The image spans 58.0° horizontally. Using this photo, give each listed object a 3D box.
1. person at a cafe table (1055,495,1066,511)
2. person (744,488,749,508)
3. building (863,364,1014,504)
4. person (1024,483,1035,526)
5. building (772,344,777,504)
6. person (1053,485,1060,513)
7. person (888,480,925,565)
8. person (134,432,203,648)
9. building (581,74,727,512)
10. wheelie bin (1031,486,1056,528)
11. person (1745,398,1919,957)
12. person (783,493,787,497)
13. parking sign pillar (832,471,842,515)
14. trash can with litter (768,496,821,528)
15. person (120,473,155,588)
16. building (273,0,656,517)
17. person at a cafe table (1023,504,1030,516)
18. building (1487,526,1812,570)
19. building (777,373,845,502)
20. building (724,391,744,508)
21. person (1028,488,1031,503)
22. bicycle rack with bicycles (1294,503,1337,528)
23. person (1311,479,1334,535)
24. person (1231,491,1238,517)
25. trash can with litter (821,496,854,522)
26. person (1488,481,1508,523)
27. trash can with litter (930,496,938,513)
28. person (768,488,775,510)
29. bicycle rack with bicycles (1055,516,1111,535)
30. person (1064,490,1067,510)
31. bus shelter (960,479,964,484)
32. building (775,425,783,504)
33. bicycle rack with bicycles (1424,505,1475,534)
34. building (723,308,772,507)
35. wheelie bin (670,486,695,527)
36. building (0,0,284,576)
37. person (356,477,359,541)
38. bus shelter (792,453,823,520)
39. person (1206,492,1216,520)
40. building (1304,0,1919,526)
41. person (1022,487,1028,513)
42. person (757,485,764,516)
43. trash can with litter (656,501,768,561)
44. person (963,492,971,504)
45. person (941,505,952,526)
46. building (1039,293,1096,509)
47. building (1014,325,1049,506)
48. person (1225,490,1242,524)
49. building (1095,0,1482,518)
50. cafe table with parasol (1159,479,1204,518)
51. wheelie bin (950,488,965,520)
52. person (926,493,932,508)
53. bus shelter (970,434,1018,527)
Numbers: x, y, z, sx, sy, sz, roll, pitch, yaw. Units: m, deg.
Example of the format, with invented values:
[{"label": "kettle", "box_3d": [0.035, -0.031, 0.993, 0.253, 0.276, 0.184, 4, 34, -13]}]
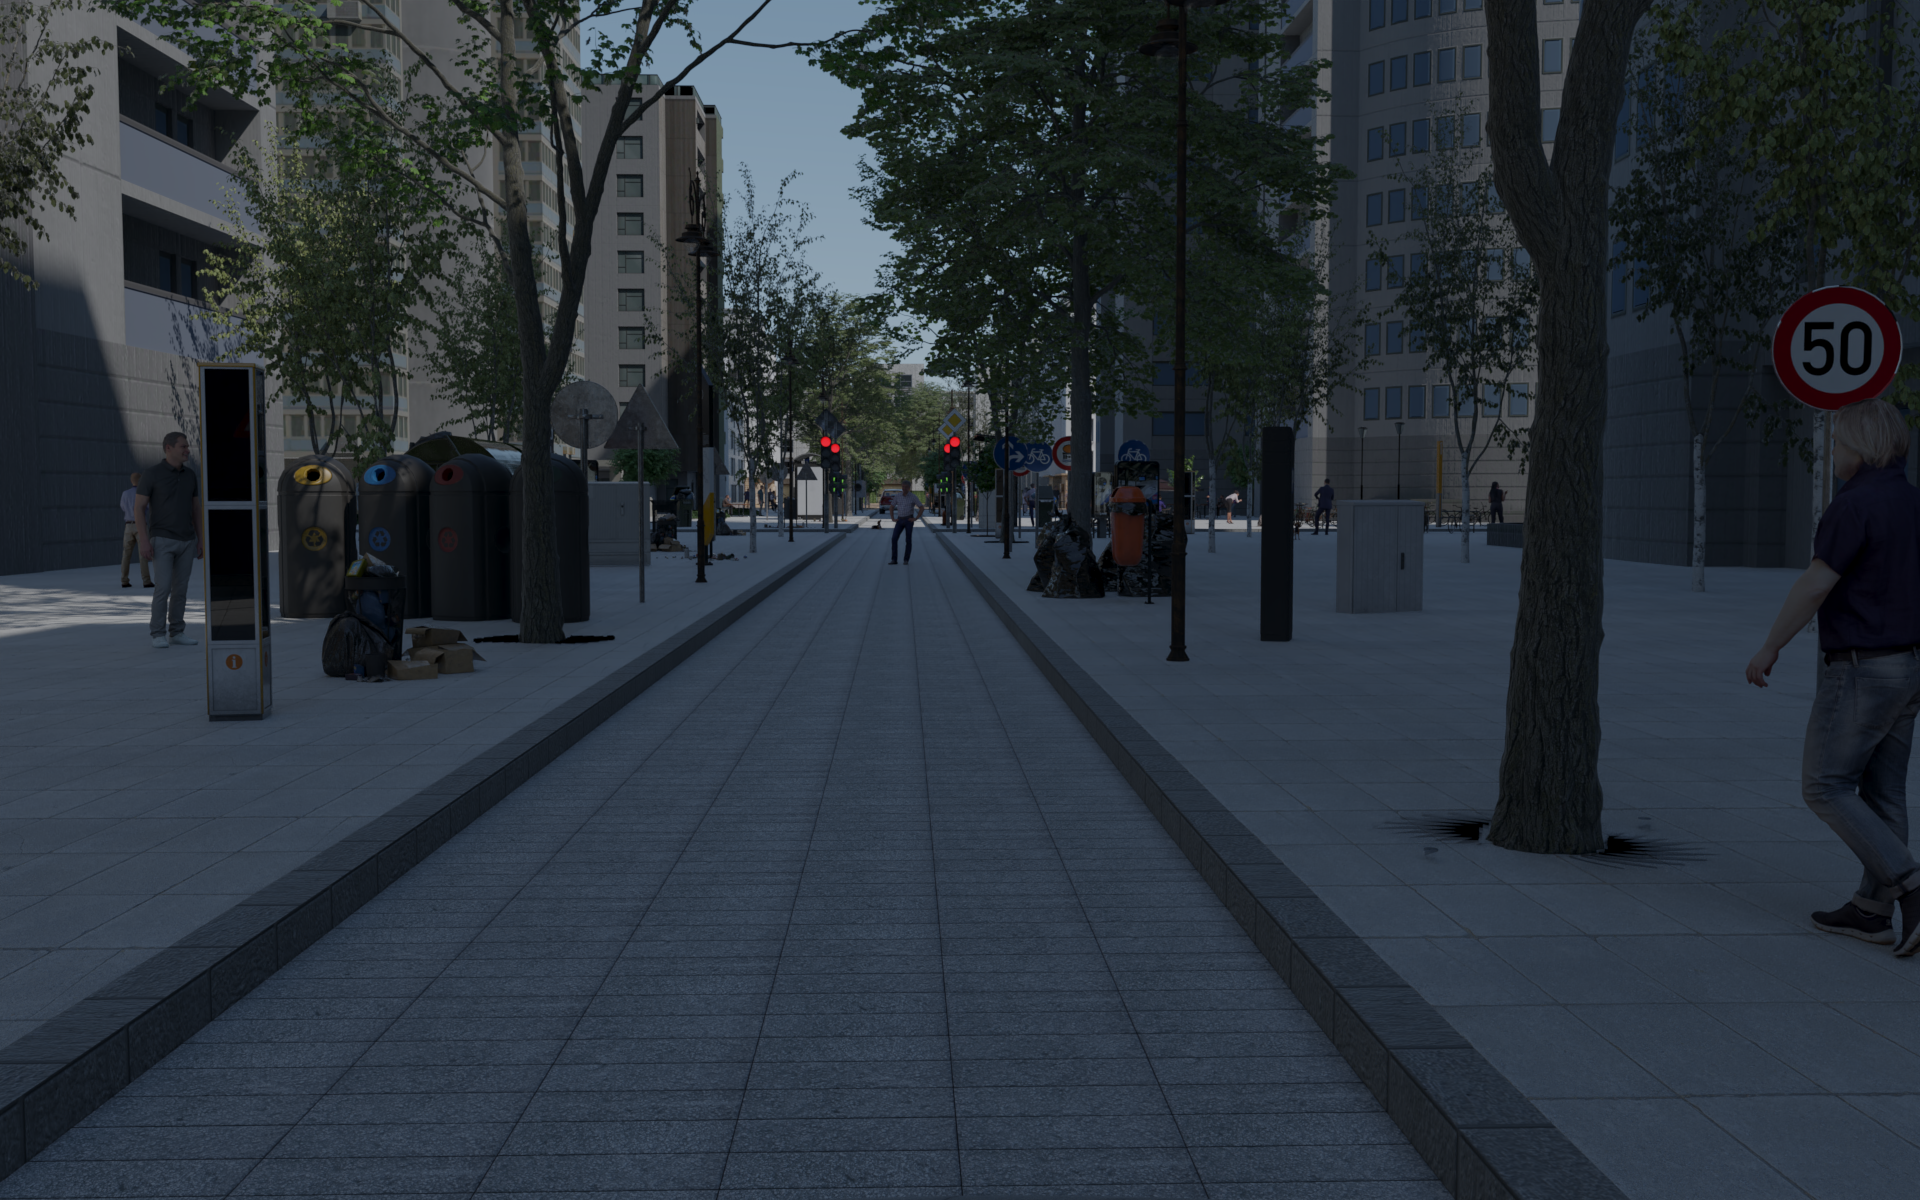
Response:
[{"label": "person at a cafe table", "box_3d": [7.384, -7.755, 135.307, 1.698, 1.524, 1.622, 1, 4, 12]}, {"label": "person", "box_3d": [-18.268, -8.672, 148.279, 0.683, 1.767, 0.568, -1, 4, -11]}, {"label": "building", "box_3d": [2.180, -23.059, 243.466, 31.486, 18.905, 16.747, 0, 4, -2]}, {"label": "person", "box_3d": [2.932, -3.768, 68.586, 0.756, 1.711, 0.436, 2, 4, 25]}, {"label": "building", "box_3d": [-27.671, -20.156, 185.970, 16.016, 20.091, 11.380, 0, 4, -2]}, {"label": "person", "box_3d": [5.840, -6.102, 105.940, 0.598, 1.807, 0.434, 0, 4, 1]}, {"label": "person", "box_3d": [-1.131, -1.574, 35.179, 0.756, 1.711, 0.436, 2, 4, 27]}, {"label": "person", "box_3d": [-6.650, -0.518, 14.638, 0.434, 1.807, 0.598, 3, 5, 41]}, {"label": "building", "box_3d": [-24.423, -21.470, 122.735, 14.160, 30.474, 14.107, 0, 4, -2]}, {"label": "wheelie bin", "box_3d": [3.194, -3.588, 66.566, 0.980, 1.594, 0.693, -1, 4, -11]}, {"label": "person", "box_3d": [2.563, 0.205, 4.898, 0.569, 1.553, 0.471, 0, 4, 7]}, {"label": "person", "box_3d": [-18.678, -10.689, 181.529, 1.217, 1.735, 0.721, -2, 4, -31]}, {"label": "parking sign pillar", "box_3d": [-7.988, -7.312, 108.029, 1.447, 3.967, 1.447, -2, 4, -34]}, {"label": "trash can with litter", "box_3d": [-6.739, -3.340, 65.672, 2.233, 1.210, 1.678, 1, 4, 20]}, {"label": "person", "box_3d": [-11.289, -0.957, 23.756, 0.516, 1.574, 0.319, 1, 4, 12]}, {"label": "building", "box_3d": [-33.462, -24.457, 91.749, 32.217, 40.220, 23.993, 0, 4, -2]}, {"label": "person at a cafe table", "box_3d": [4.521, -5.520, 101.113, 1.698, 1.238, 1.726, -2, 4, -28]}, {"label": "building", "box_3d": [23.240, -29.916, 31.118, 21.231, 58.520, 28.212, 0, 4, -2]}, {"label": "building", "box_3d": [-29.617, -23.000, 242.508, 31.486, 18.905, 16.747, 0, 4, -2]}, {"label": "building", "box_3d": [-23.696, -12.995, 154.616, 9.099, 9.664, 28.070, 0, 4, -2]}, {"label": "person", "box_3d": [4.523, -6.351, 111.345, 0.415, 1.643, 0.593, 1, 4, 19]}, {"label": "bicycle rack with bicycles", "box_3d": [13.425, -3.204, 65.763, 2.925, 0.926, 2.852, -3, 4, -38]}, {"label": "person", "box_3d": [11.378, -2.929, 54.383, 0.683, 1.767, 0.568, -1, 4, -9]}, {"label": "person", "box_3d": [14.949, -5.245, 95.035, 0.776, 1.435, 0.726, -1, 4, -21]}, {"label": "trash can with litter", "box_3d": [-6.078, -4.232, 80.258, 2.233, 1.210, 1.678, 0, 4, 5]}, {"label": "person", "box_3d": [15.376, -2.570, 49.538, 0.593, 1.643, 0.415, -2, 4, -29]}, {"label": "trash can with litter", "box_3d": [-1.117, -6.356, 114.977, 2.233, 1.210, 1.678, -1, 4, -10]}, {"label": "person", "box_3d": [-15.624, -8.326, 142.729, 0.990, 1.755, 0.434, 1, 4, 10]}, {"label": "bicycle rack with bicycles", "box_3d": [4.426, -2.559, 55.225, 2.925, 0.926, 2.852, -1, 4, -23]}, {"label": "person", "box_3d": [4.914, -4.303, 77.854, 0.517, 1.644, 0.566, 2, 4, 25]}, {"label": "bus shelter", "box_3d": [0.501, -8.548, 131.049, 1.731, 3.624, 6.357, 0, 4, -2]}, {"label": "building", "box_3d": [-34.813, -15.777, 200.097, 28.070, 9.664, 9.099, 0, 4, -2]}, {"label": "bicycle rack with bicycles", "box_3d": [15.574, -2.646, 56.650, 2.852, 0.926, 2.925, 2, 4, 28]}, {"label": "building", "box_3d": [-27.672, -19.416, 173.863, 16.016, 20.091, 11.380, 0, 4, -2]}, {"label": "wheelie bin", "box_3d": [-10.775, -3.645, 67.505, 0.980, 1.594, 0.693, -3, 5, -40]}, {"label": "building", "box_3d": [-29.365, -30.041, 33.173, 28.212, 58.520, 21.231, 0, 4, -2]}, {"label": "person", "box_3d": [-16.366, -2.537, 47.673, 0.789, 1.805, 0.875, 0, 4, -3]}, {"label": "bus shelter", "box_3d": [-7.487, -5.754, 88.001, 2.014, 3.302, 5.546, 0, 4, -2]}, {"label": "person", "box_3d": [12.339, -4.808, 85.355, 0.576, 1.737, 0.504, 3, 5, 42]}, {"label": "building", "box_3d": [30.550, -33.239, 85.453, 28.212, 58.520, 21.231, 0, 4, -2]}, {"label": "person", "box_3d": [4.353, -6.621, 114.970, 0.551, 1.740, 0.621, 3, 4, 38]}, {"label": "person", "box_3d": [-11.496, -5.756, 100.281, 0.434, 1.807, 0.598, 2, 4, 27]}, {"label": "trash can with litter", "box_3d": [-4.967, -1.408, 34.073, 1.678, 1.210, 2.233, -2, 4, -24]}, {"label": "person", "box_3d": [0.449, -6.154, 107.386, 0.376, 1.734, 0.841, -3, 5, -42]}, {"label": "person", "box_3d": [-0.480, -3.423, 70.289, 0.655, 0.850, 0.859, 0, 4, -2]}, {"label": "building", "box_3d": [15.892, -19.102, 168.731, 16.016, 20.091, 11.380, 0, 4, -2]}, {"label": "building", "box_3d": [15.625, -19.799, 190.164, 16.747, 18.905, 31.486, 0, 4, -2]}, {"label": "person", "box_3d": [11.757, -4.001, 74.649, 0.628, 1.438, 0.799, 1, 4, 21]}, {"label": "building", "box_3d": [19.792, -35.151, 116.718, 21.231, 58.520, 28.212, 0, 4, -2]}, {"label": "cafe table with parasol", "box_3d": [11.513, -5.156, 89.170, 2.610, 1.966, 2.610, -1, 4, -19]}, {"label": "wheelie bin", "box_3d": [-0.119, -4.721, 85.096, 0.693, 1.594, 0.980, -1, 4, -13]}, {"label": "person", "box_3d": [-2.799, -9.221, 160.031, 0.697, 1.427, 0.421, -1, 4, -21]}, {"label": "bus shelter", "box_3d": [1.384, -4.838, 70.383, 1.731, 3.624, 6.357, 0, 4, -2]}]
